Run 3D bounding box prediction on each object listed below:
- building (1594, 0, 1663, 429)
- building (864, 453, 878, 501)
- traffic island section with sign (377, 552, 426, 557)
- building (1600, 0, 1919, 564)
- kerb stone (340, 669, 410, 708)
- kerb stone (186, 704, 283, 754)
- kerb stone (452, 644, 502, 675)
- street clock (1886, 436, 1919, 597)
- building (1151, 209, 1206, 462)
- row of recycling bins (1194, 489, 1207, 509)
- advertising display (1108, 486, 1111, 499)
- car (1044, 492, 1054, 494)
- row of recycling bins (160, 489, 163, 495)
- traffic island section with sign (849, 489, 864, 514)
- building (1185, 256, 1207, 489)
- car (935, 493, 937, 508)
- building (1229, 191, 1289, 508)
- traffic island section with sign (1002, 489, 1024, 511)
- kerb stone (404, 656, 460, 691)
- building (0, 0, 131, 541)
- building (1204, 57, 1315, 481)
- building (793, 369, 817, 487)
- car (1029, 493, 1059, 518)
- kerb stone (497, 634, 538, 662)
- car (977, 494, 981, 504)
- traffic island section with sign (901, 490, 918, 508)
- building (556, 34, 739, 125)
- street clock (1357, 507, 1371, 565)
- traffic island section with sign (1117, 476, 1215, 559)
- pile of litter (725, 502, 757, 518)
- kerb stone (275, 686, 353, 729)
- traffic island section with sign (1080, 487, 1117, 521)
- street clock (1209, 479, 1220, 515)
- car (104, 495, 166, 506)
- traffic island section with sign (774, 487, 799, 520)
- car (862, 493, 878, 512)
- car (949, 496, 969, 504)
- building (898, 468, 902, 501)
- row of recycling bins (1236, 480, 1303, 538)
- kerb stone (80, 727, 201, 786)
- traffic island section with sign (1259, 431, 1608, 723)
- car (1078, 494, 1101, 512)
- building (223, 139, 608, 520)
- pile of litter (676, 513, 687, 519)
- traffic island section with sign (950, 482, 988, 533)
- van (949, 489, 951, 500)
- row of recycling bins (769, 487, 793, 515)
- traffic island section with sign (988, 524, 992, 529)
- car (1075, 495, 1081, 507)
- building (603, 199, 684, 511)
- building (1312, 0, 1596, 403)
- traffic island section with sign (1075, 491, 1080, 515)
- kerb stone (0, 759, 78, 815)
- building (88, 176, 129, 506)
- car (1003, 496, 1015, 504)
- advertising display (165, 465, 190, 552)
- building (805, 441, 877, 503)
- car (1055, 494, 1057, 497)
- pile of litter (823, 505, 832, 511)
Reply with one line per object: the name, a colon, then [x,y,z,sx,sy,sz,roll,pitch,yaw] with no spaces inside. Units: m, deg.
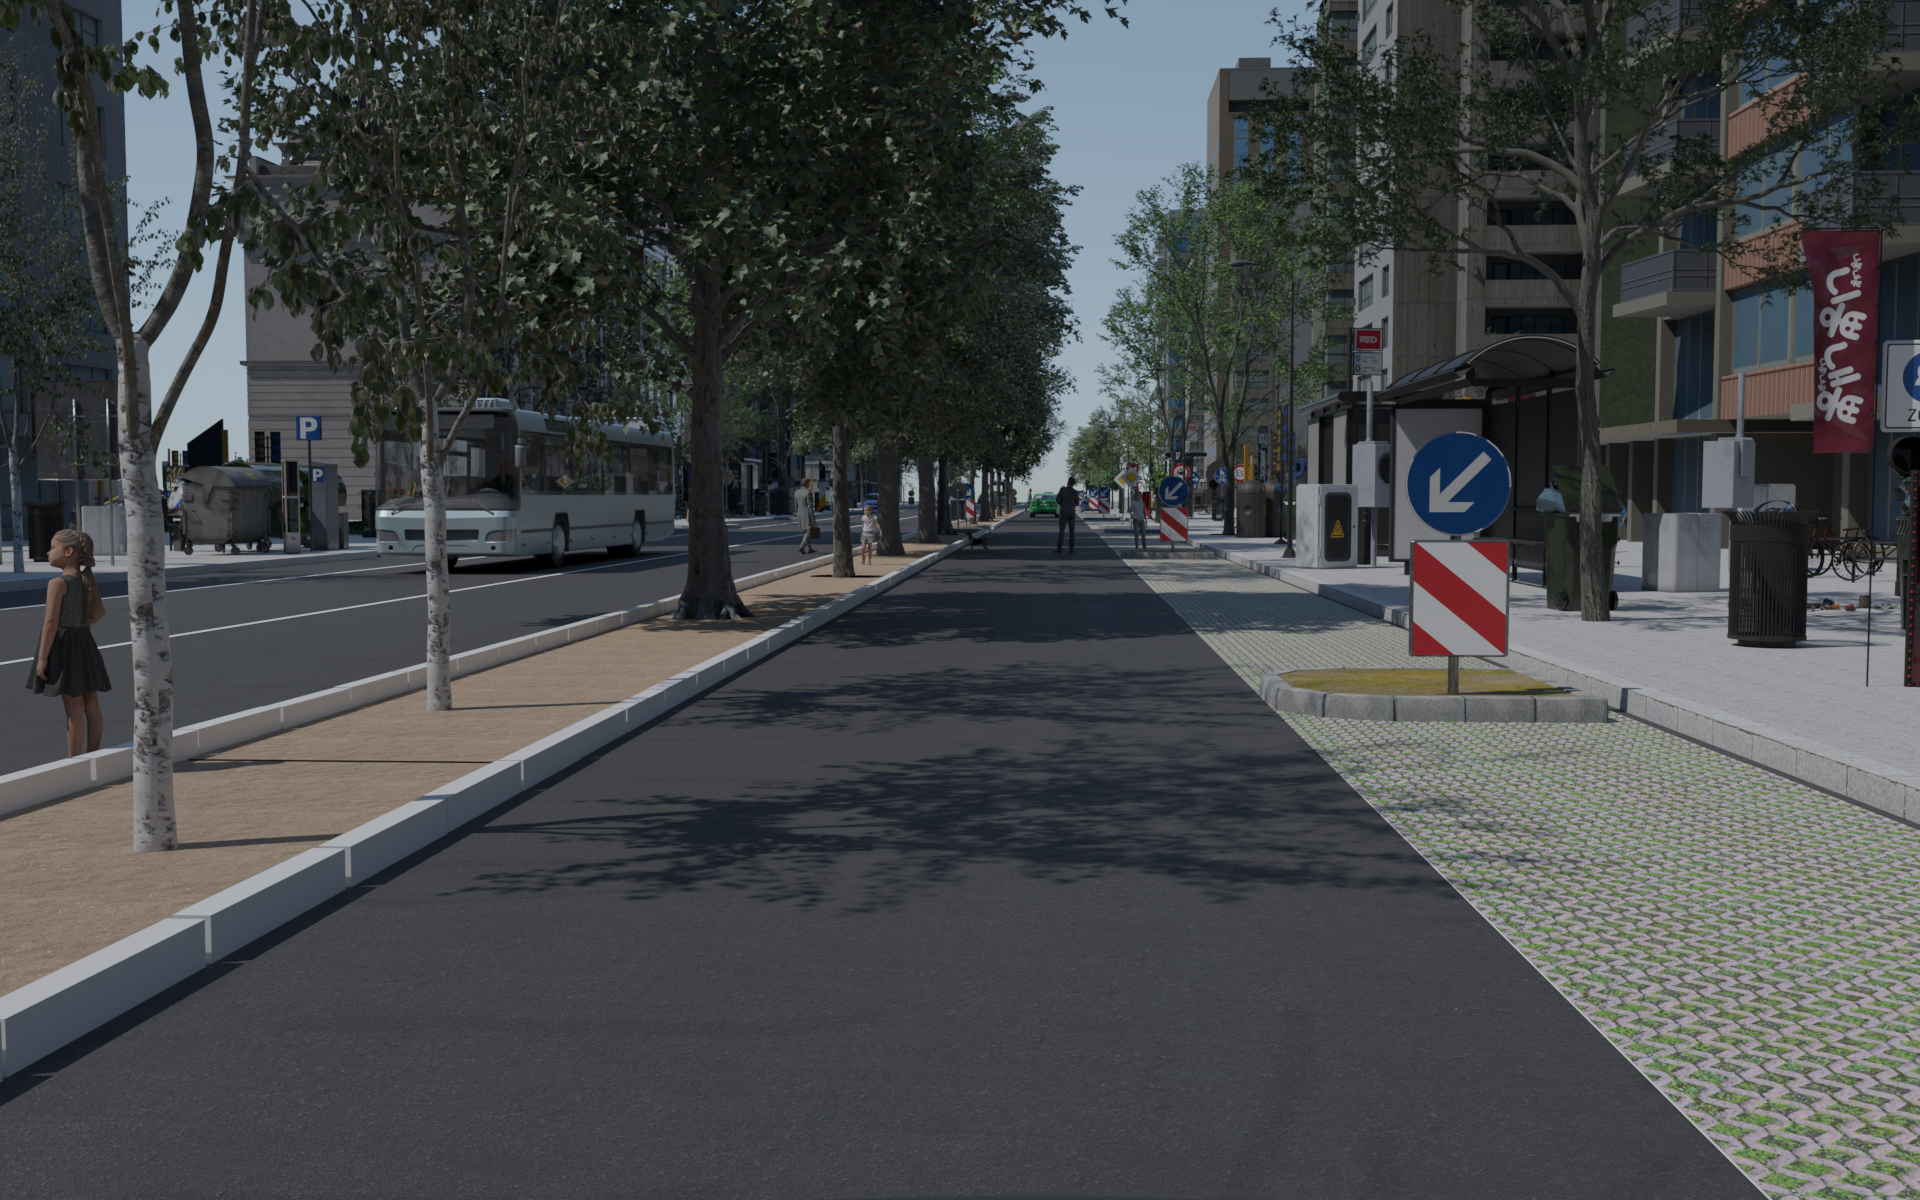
building: [27.925,-19.274,86.830,14.107,30.474,14.160,0,4,3]
building: [-22.622,-40.204,281.042,21.300,48.544,21.600,0,4,3]
traffic island section with sign: [-12.175,-1.926,40.114,1.989,1.847,2.006,0,4,3]
building: [27.099,-23.336,36.172,22.147,44.769,28.867,0,4,3]
kerb stone: [-4.074,0.623,12.002,0.120,0.150,1.000,0,4,3]
kerb stone: [-4.187,0.749,9.954,0.120,0.150,1.000,0,4,3]
kerb stone: [-3.956,0.498,14.049,0.120,0.150,1.000,0,4,3]
street clock: [11.849,-1.045,21.661,0.471,2.002,0.358,1,4,13]
building: [43.479,-40.939,288.956,23.786,49.044,30.456,0,4,3]
row of recycling bins: [19.497,-8.069,139.042,1.069,1.692,3.534,-1,4,-17]
advertising display: [12.296,-8.413,142.761,0.123,1.923,0.974,0,4,-1]
car: [13.731,-15.899,268.626,2.281,1.827,5.304,0,4,4]
row of recycling bins: [-63.918,-7.968,137.395,1.069,1.692,3.534,1,4,21]
traffic island section with sign: [-7.572,-6.967,122.532,1.989,1.847,2.006,0,4,3]
building: [46.757,-34.859,261.828,32.217,40.220,23.993,0,4,3]
car: [-2.074,-9.229,159.926,2.155,1.783,4.494,0,4,2]
building: [32.636,-24.082,165.447,14.160,30.474,14.107,0,4,3]
traffic island section with sign: [4.489,-8.483,146.835,2.006,1.907,1.989,0,4,3]
kerb stone: [-4.012,0.561,13.023,0.120,0.150,1.000,0,4,3]
building: [-31.948,-22.244,47.280,14.086,41.232,14.154,0,4,3]
building: [32.955,-32.356,179.125,14.600,45.320,14.200,0,4,3]
building: [-27.986,-32.853,191.768,22.147,44.769,28.867,0,4,3]
car: [5.204,-5.956,106.172,1.959,1.807,4.718,0,4,4]
kerb stone: [-3.903,0.436,15.070,0.120,0.150,1.000,0,4,3]
car: [3.576,-15.351,260.767,2.009,1.686,4.222,0,4,5]
traffic island section with sign: [-4.797,-10.013,172.342,1.989,1.847,2.006,0,4,3]
building: [-29.229,-31.083,162.830,22.147,44.769,28.867,0,4,3]
street clock: [7.345,-1.640,31.383,0.358,2.002,0.471,-2,4,-26]
traffic island section with sign: [4.609,-1.837,38.667,1.989,1.847,2.006,0,4,3]
pile of litter: [-11.906,-4.893,93.957,1.719,0.858,1.176,1,4,16]
kerb stone: [-4.125,0.690,10.980,0.120,0.150,1.000,0,4,3]
traffic island section with sign: [7.673,-5.212,93.841,1.989,1.847,2.006,0,4,3]
street clock: [12.489,-4.926,85.109,0.471,2.002,0.358,2,4,29]
car: [-34.000,-3.714,70.944,3.980,1.641,2.015,0,4,4]
traffic island section with sign: [-9.096,-5.301,95.304,1.989,1.847,2.006,0,4,3]
car: [-6.617,-7.668,134.959,1.945,1.707,3.694,0,4,4]
car: [-0.020,-7.424,133.744,2.083,1.381,4.827,0,4,2]
building: [-17.646,-32.292,299.670,14.160,30.474,14.107,0,4,3]
row of recycling bins: [9.637,-2.716,51.517,3.534,1.692,1.069,-2,4,-33]
kerb stone: [-4.234,0.812,8.927,0.120,0.150,1.000,0,4,3]
traffic island section with sign: [3.093,-0.191,11.755,1.989,1.847,2.006,0,4,3]
car: [9.857,-7.191,129.577,2.014,1.417,4.499,0,4,1]
building: [-28.661,-15.566,96.298,13.314,21.916,24.055,0,4,3]
pile of litter: [-14.036,-4.676,90.420,1.719,0.858,1.176,0,4,-4]
traffic island section with sign: [-0.107,-3.442,64.417,2.006,1.907,1.989,0,4,3]
van: [-0.616,-11.497,192.358,2.240,2.365,5.245,0,4,4]
row of recycling bins: [-11.078,-6.153,107.716,1.069,1.692,3.534,-1,4,-18]
traffic island section with sign: [0.315,-3.895,71.812,2.006,1.907,1.989,0,4,3]
car: [12.626,-10.145,178.450,1.945,1.354,3.894,0,4,4]
building: [-27.482,-19.812,121.190,12.463,27.353,25.104,0,4,3]
building: [27.637,-20.207,102.078,14.160,30.474,14.107,0,4,3]
traffic island section with sign: [9.181,-6.867,120.899,1.989,1.847,2.006,0,4,3]
kerb stone: [-4.299,0.875,7.898,0.120,0.150,1.000,0,4,3]
building: [-54.505,-14.744,90.211,18.267,20.994,9.793,0,4,3]
car: [7.217,-15.396,260.758,2.155,1.783,4.494,0,4,2]
advertising display: [-17.458,-2.047,38.682,0.974,1.923,0.123,3,5,42]
building: [-27.034,-40.812,256.522,28.713,52.752,27.495,0,4,3]
car: [6.862,-7.422,131.143,2.009,1.686,4.222,0,4,4]
pile of litter: [-10.629,-7.312,133.521,1.719,0.858,1.176,0,4,0]
